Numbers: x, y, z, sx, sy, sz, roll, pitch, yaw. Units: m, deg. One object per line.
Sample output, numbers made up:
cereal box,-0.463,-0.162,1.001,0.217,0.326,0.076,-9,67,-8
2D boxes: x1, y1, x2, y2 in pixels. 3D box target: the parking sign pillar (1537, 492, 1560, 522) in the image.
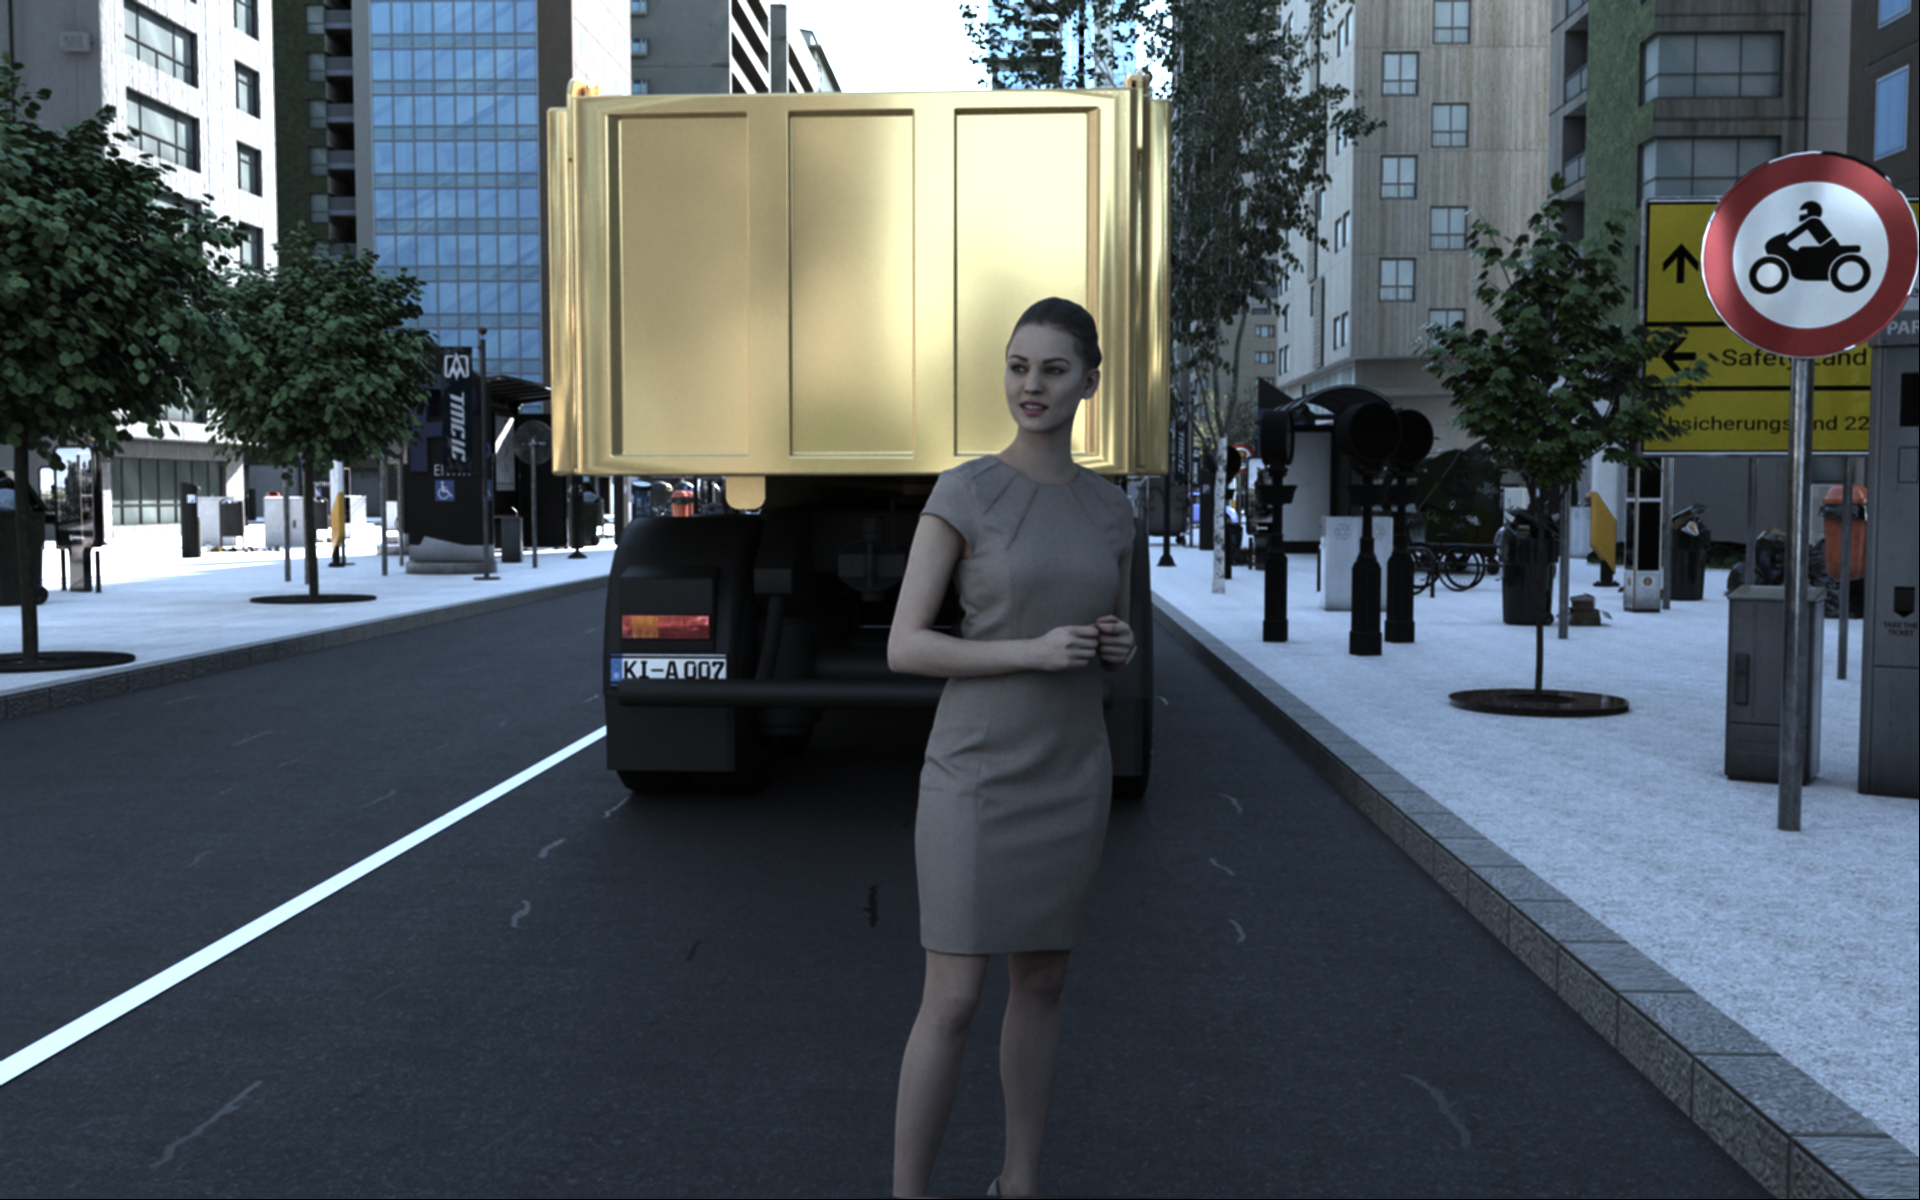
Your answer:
parking sign pillar,23.112,-4.818,67.242,1.447,3.967,1.447,0,4,-1

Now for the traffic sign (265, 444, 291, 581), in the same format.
traffic sign,-9.887,-1.547,25.402,0.768,2.556,0.104,0,4,7

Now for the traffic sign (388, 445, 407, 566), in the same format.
traffic sign,-9.936,-1.880,30.750,0.884,2.594,0.081,0,4,7

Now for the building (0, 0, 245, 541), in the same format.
building,-29.854,-17.250,53.740,14.107,30.474,14.160,0,4,2

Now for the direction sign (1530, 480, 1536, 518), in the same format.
direction sign,6.762,-1.738,20.409,0.379,3.537,0.876,0,4,-4

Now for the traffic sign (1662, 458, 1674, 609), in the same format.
traffic sign,7.867,-1.169,19.218,0.768,2.556,0.104,1,4,11

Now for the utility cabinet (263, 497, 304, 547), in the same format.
utility cabinet,-16.384,-1.897,42.176,1.020,1.237,0.306,-1,4,-10

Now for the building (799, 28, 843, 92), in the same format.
building,-28.194,-37.569,203.487,27.495,52.752,28.713,0,4,2

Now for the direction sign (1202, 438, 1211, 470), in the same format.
direction sign,9.957,-4.770,69.979,0.379,3.537,0.876,-1,4,-13

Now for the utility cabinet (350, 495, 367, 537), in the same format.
utility cabinet,-18.199,-2.490,51.865,0.306,1.237,1.020,1,4,14

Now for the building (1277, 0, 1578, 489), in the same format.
building,34.304,-31.514,104.494,27.495,52.752,28.713,0,4,2

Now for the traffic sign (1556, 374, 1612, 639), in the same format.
traffic sign,5.351,-0.929,15.289,0.768,2.556,0.104,1,4,10

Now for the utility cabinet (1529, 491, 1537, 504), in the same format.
utility cabinet,23.011,-3.731,69.686,0.318,1.500,1.173,-2,4,-26

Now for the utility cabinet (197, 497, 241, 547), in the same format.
utility cabinet,-18.196,-1.916,42.484,1.020,1.237,0.306,0,4,3

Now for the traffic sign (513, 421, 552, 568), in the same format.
traffic sign,-7.396,-1.832,30.058,0.768,2.556,0.104,0,4,8

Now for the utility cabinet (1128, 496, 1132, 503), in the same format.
utility cabinet,4.757,-2.574,53.249,1.020,1.237,0.306,1,4,17

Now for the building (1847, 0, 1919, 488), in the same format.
building,24.301,-23.007,26.269,14.600,45.320,14.200,0,4,2

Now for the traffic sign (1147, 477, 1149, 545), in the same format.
traffic sign,4.561,-2.441,42.035,0.606,2.300,0.079,0,4,4

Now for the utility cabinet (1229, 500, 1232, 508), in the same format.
utility cabinet,12.583,-4.423,83.473,1.020,1.237,0.306,2,4,35

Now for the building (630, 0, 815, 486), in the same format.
building,-25.748,-33.218,166.821,21.300,48.544,21.600,0,4,2

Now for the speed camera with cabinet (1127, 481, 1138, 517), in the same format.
speed camera with cabinet,6.271,-4.334,65.196,0.660,3.252,2.038,0,4,-6

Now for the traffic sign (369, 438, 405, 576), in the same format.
traffic sign,-9.069,-1.659,27.228,0.768,2.556,0.104,1,4,9

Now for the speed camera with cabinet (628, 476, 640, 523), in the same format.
speed camera with cabinet,-9.097,-3.235,47.233,0.660,3.252,2.038,-1,4,-13

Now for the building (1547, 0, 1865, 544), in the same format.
building,24.291,-22.319,48.510,14.154,41.232,14.086,0,4,2

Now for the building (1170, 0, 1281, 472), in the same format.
building,33.734,-46.889,204.894,20.563,71.187,20.611,0,4,2

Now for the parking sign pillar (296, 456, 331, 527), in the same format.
parking sign pillar,-25.199,-4.843,67.660,1.447,3.967,1.447,-2,4,-33

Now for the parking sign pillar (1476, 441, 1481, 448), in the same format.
parking sign pillar,25.211,-5.964,85.976,1.447,3.967,1.447,1,4,23

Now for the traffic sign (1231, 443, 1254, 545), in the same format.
traffic sign,6.955,-2.625,43.026,0.768,2.556,0.104,0,4,7

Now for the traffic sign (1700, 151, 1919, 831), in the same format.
traffic sign,3.172,-0.394,6.548,0.768,2.556,0.104,1,4,10

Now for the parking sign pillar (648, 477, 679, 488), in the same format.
parking sign pillar,-11.191,-4.703,65.367,1.447,3.967,1.447,3,4,37

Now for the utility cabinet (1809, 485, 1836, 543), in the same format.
utility cabinet,20.285,-1.943,40.449,1.173,1.500,0.318,-1,4,-16

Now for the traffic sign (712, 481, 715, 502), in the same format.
traffic sign,-7.361,-3.162,51.797,0.768,2.556,0.104,1,4,11

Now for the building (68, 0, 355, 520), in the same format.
building,-40.938,-20.172,101.519,14.107,30.474,14.160,0,4,2

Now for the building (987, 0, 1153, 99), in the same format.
building,15.801,-58.012,261.170,31.000,86.520,22.319,0,4,2

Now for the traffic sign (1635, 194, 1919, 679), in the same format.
traffic sign,5.792,-1.103,11.913,2.265,3.308,0.079,0,4,3

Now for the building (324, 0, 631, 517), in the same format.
building,-27.543,-27.566,100.809,14.600,45.320,14.200,0,4,2

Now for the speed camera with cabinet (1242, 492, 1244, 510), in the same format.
speed camera with cabinet,23.599,-9.058,142.438,2.038,3.252,0.660,0,4,6

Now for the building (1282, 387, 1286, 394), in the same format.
building,32.148,-29.294,129.064,14.600,45.320,14.200,0,4,2

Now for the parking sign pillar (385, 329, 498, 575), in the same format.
parking sign pillar,-8.297,-2.428,28.163,1.447,3.967,1.447,1,4,12

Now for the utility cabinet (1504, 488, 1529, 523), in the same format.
utility cabinet,19.287,-3.191,60.844,0.318,1.500,1.173,-3,4,-36

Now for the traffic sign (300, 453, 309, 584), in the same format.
traffic sign,-9.282,-1.502,24.554,0.884,2.594,0.081,0,4,4

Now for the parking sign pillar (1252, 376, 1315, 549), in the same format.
parking sign pillar,7.382,-3.115,39.400,1.447,3.967,1.447,2,4,25

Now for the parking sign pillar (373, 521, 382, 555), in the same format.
parking sign pillar,-11.714,-2.959,36.849,1.447,3.967,1.447,-2,4,-24

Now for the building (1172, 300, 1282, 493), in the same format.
building,37.352,-20.562,181.223,27.650,21.520,28.899,0,4,2
